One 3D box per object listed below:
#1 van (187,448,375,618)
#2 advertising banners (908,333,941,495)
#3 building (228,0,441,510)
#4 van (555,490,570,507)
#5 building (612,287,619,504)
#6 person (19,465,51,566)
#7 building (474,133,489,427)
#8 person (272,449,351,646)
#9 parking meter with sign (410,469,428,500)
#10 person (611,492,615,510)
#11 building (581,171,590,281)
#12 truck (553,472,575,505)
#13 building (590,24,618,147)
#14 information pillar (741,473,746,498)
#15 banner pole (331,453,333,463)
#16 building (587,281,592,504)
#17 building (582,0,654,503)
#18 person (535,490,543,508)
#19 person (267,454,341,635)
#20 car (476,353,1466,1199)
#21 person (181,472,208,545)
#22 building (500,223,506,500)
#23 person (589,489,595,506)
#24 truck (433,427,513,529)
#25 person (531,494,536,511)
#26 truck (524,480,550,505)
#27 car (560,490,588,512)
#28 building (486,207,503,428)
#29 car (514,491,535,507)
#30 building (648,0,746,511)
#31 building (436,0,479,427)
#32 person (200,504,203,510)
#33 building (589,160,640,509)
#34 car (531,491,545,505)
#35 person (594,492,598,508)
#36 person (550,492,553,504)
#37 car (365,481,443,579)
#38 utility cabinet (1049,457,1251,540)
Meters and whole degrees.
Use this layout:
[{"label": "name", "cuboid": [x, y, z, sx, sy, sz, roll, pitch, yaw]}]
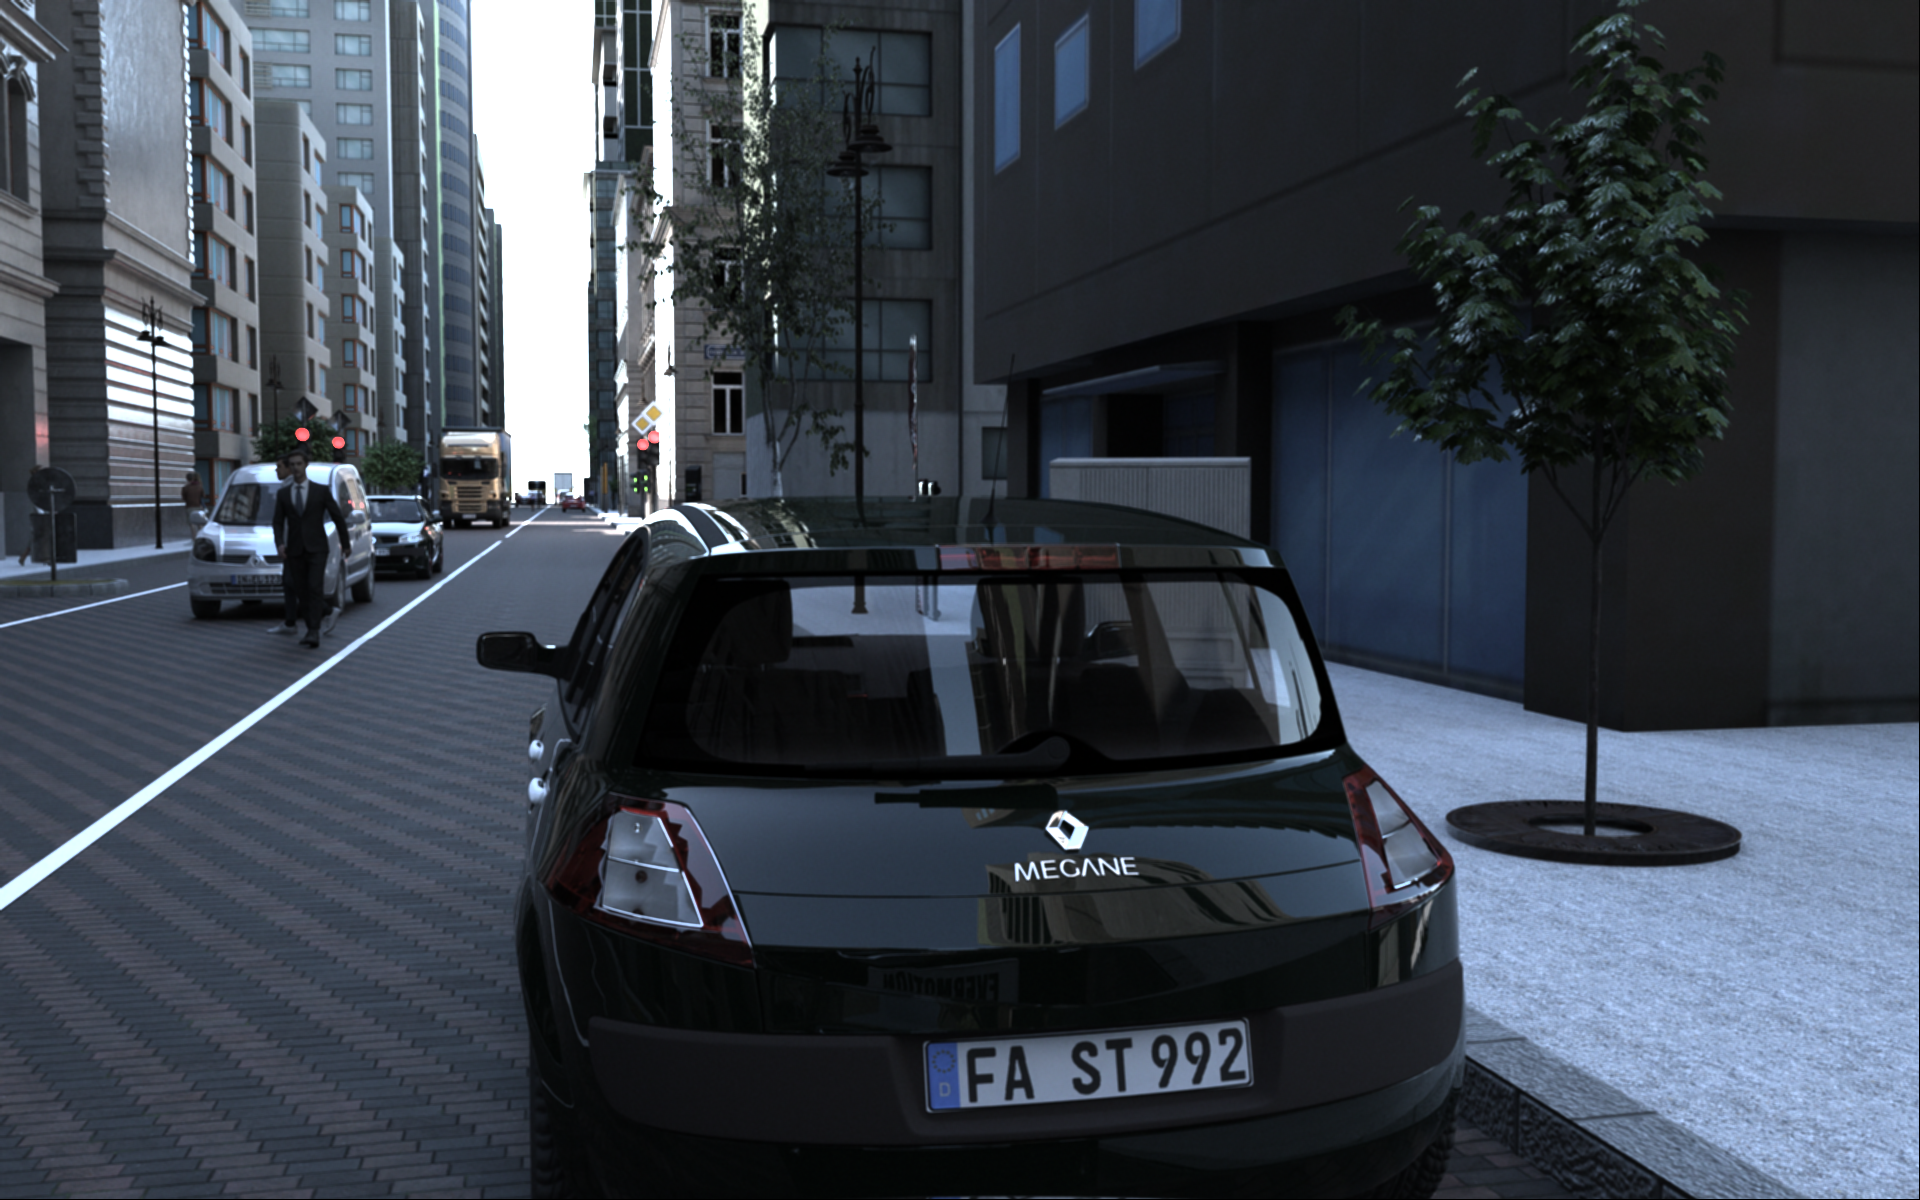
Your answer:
[{"label": "van", "cuboid": [-8.353, -0.887, 21.517, 2.013, 2.044, 4.112, -1, 4, -11]}, {"label": "advertising banners", "cuboid": [-0.388, -1.354, 18.328, 0.090, 3.025, 2.074, -1, 4, -9]}, {"label": "building", "cuboid": [-48.133, -27.618, 135.150, 14.154, 41.232, 14.086, -1, 4, -13]}, {"label": "van", "cuboid": [-45.795, -11.829, 200.416, 2.013, 2.044, 4.112, -1, 4, -15]}, {"label": "building", "cuboid": [-16.840, -15.866, 126.854, 16.820, 18.784, 16.811, -1, 4, -13]}, {"label": "person", "cuboid": [-16.442, -1.500, 30.800, 0.641, 1.798, 0.478, 0, 4, 3]}, {"label": "building", "cuboid": [-71.284, -36.422, 219.196, 21.300, 48.544, 21.600, -1, 4, -13]}, {"label": "person", "cuboid": [-6.176, -0.495, 16.368, 0.659, 1.850, 0.755, 0, 4, -4]}, {"label": "parking meter with sign", "cuboid": [-37.871, -7.599, 120.507, 1.738, 3.016, 0.543, 1, 4, 19]}, {"label": "person", "cuboid": [-28.390, -8.300, 141.769, 0.705, 1.821, 1.348, -1, 4, -16]}, {"label": "building", "cuboid": [-45.478, -42.063, 276.965, 28.713, 52.752, 27.495, -1, 4, -13]}, {"label": "truck", "cuboid": [-51.379, -14.413, 224.571, 2.839, 4.237, 11.283, -1, 4, -12]}, {"label": "building", "cuboid": [-26.679, -37.111, 196.006, 28.713, 52.752, 27.495, -1, 4, -13]}, {"label": "information pillar", "cuboid": [-7.368, -3.382, 59.787, 0.304, 2.012, 0.304, 1, 4, 22]}, {"label": "banner pole", "cuboid": [-28.754, -5.479, 79.592, 0.863, 3.779, 0.401, 0, 4, 5]}, {"label": "building", "cuboid": [-43.489, -28.380, 235.710, 14.160, 30.474, 14.107, -1, 4, -13]}, {"label": "building", "cuboid": [-44.754, -49.767, 251.948, 20.563, 71.187, 20.611, -1, 4, -13]}, {"label": "person", "cuboid": [-42.375, -10.135, 174.202, 0.705, 1.824, 1.348, 2, 4, 34]}, {"label": "person", "cuboid": [-6.722, -0.573, 17.713, 0.795, 1.843, 0.661, 0, 4, -6]}, {"label": "car", "cuboid": [-0.268, 0.316, 4.616, 2.009, 1.686, 4.222, -1, 4, -13]}, {"label": "person", "cuboid": [-19.200, -2.291, 43.474, 0.573, 1.828, 0.580, -1, 4, -8]}, {"label": "building", "cuboid": [-73.811, -34.800, 252.579, 14.154, 41.232, 14.086, -1, 4, -13]}, {"label": "person", "cuboid": [-39.216, -10.927, 184.566, 0.709, 1.838, 0.599, -1, 4, -18]}, {"label": "truck", "cuboid": [-20.799, -5.240, 74.593, 2.839, 4.237, 11.283, -1, 4, -12]}, {"label": "person", "cuboid": [-35.640, -8.125, 144.583, 0.421, 1.427, 0.697, 0, 4, -4]}, {"label": "truck", "cuboid": [-58.232, -14.836, 238.495, 3.469, 3.379, 9.791, -1, 4, -13]}, {"label": "car", "cuboid": [-30.882, -7.920, 138.540, 2.155, 1.783, 4.494, -1, 4, -12]}, {"label": "building", "cuboid": [-71.235, -33.954, 238.745, 14.154, 41.232, 14.086, -1, 4, -13]}, {"label": "car", "cuboid": [-48.741, -11.326, 193.860, 2.281, 1.827, 5.304, -1, 4, -14]}, {"label": "building", "cuboid": [0.588, -16.538, 67.653, 25.104, 27.353, 12.463, -1, 4, -13]}, {"label": "building", "cuboid": [-61.485, -38.938, 178.637, 21.231, 58.520, 28.212, -1, 4, -13]}, {"label": "person", "cuboid": [-24.995, -3.068, 56.768, 0.524, 1.755, 0.480, 2, 4, 27]}, {"label": "building", "cuboid": [-25.280, -23.386, 154.057, 14.160, 30.474, 14.107, -1, 4, -13]}, {"label": "car", "cuboid": [-54.293, -13.037, 221.828, 2.281, 1.827, 5.304, -1, 4, -14]}, {"label": "person", "cuboid": [-34.301, -9.624, 163.845, 0.568, 1.767, 0.683, 3, 5, 40]}, {"label": "person", "cuboid": [-57.820, -14.399, 244.751, 0.721, 1.723, 1.217, 0, 4, -4]}, {"label": "car", "cuboid": [-10.040, -1.252, 30.265, 2.009, 1.686, 4.222, -1, 4, -13]}, {"label": "utility cabinet", "cuboid": [1.134, -0.104, 10.383, 1.173, 1.500, 0.318, 1, 4, 13]}]
